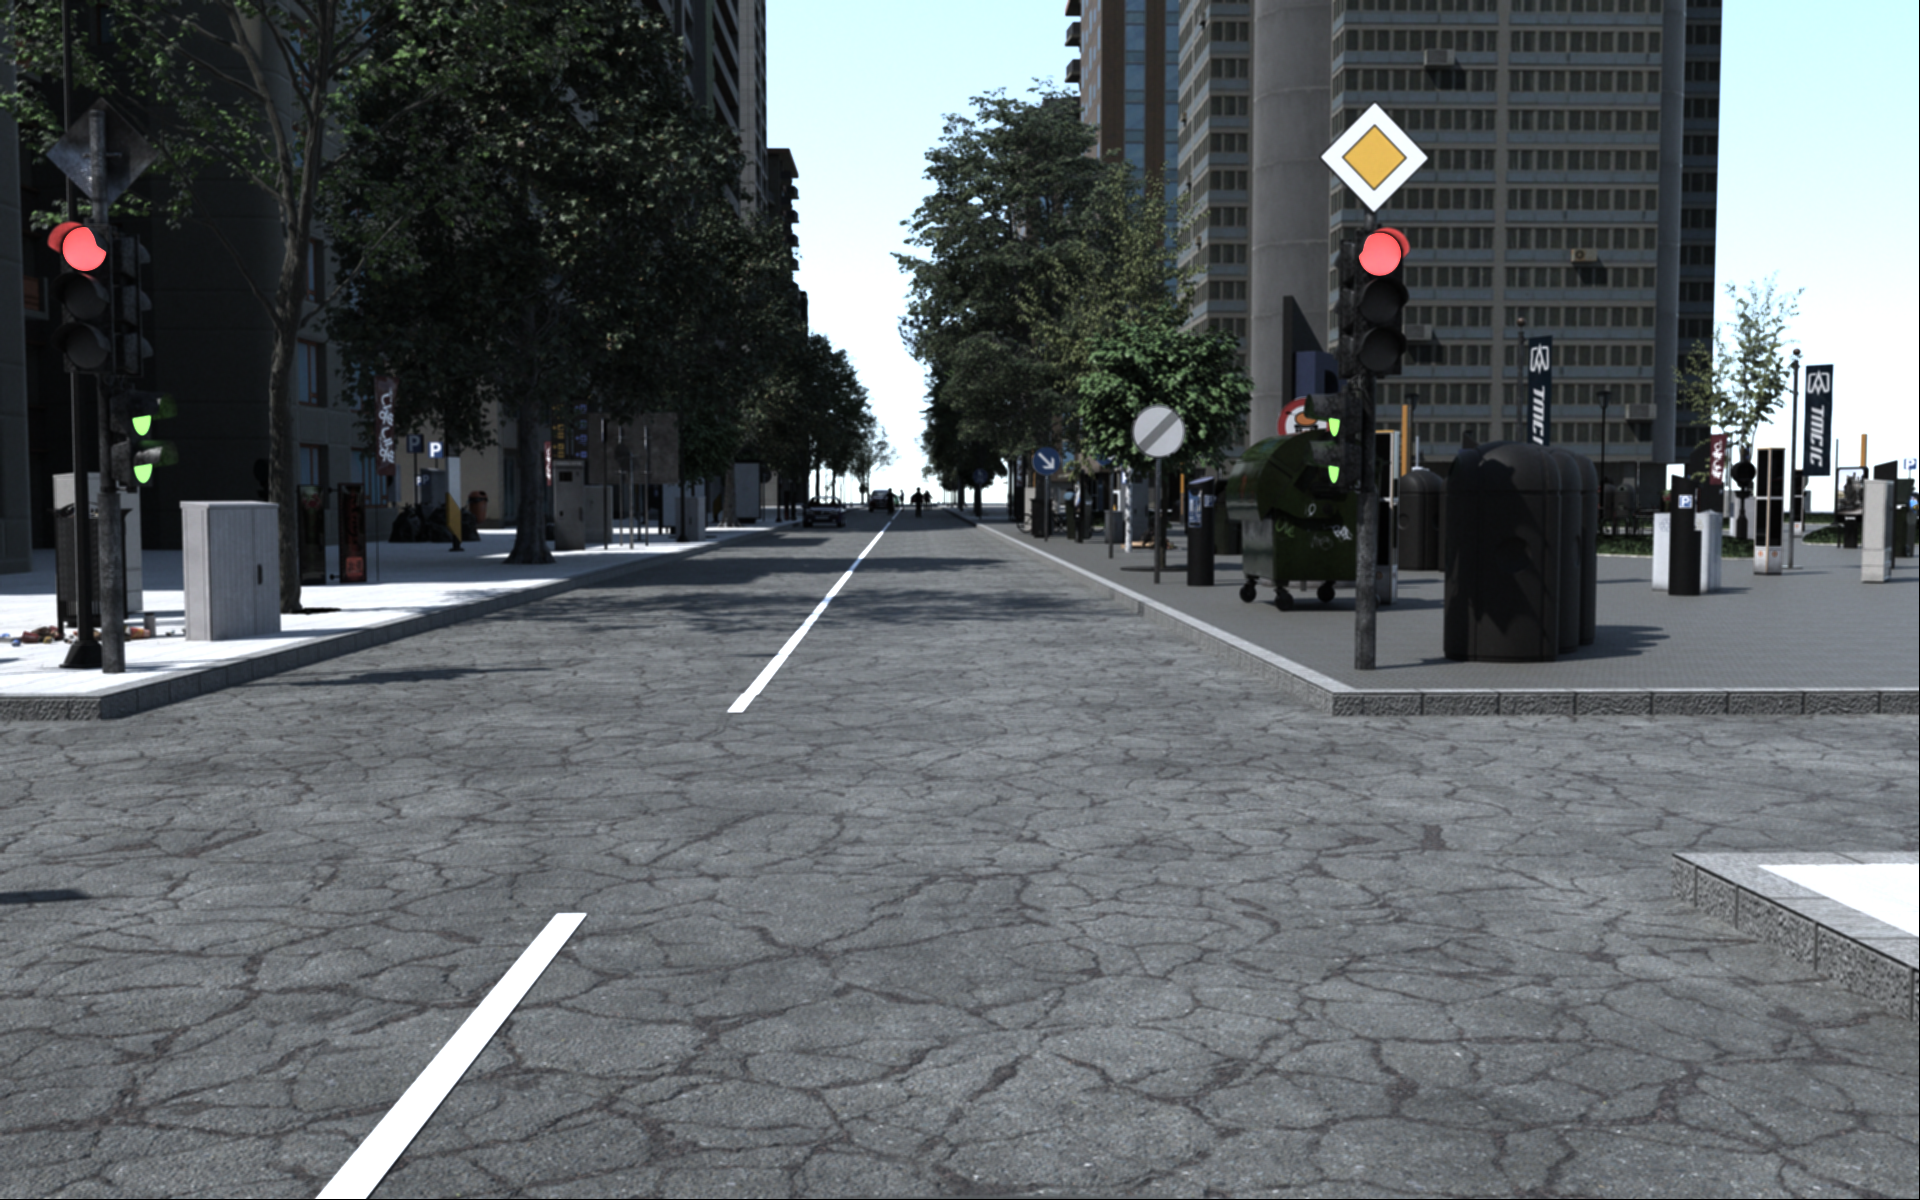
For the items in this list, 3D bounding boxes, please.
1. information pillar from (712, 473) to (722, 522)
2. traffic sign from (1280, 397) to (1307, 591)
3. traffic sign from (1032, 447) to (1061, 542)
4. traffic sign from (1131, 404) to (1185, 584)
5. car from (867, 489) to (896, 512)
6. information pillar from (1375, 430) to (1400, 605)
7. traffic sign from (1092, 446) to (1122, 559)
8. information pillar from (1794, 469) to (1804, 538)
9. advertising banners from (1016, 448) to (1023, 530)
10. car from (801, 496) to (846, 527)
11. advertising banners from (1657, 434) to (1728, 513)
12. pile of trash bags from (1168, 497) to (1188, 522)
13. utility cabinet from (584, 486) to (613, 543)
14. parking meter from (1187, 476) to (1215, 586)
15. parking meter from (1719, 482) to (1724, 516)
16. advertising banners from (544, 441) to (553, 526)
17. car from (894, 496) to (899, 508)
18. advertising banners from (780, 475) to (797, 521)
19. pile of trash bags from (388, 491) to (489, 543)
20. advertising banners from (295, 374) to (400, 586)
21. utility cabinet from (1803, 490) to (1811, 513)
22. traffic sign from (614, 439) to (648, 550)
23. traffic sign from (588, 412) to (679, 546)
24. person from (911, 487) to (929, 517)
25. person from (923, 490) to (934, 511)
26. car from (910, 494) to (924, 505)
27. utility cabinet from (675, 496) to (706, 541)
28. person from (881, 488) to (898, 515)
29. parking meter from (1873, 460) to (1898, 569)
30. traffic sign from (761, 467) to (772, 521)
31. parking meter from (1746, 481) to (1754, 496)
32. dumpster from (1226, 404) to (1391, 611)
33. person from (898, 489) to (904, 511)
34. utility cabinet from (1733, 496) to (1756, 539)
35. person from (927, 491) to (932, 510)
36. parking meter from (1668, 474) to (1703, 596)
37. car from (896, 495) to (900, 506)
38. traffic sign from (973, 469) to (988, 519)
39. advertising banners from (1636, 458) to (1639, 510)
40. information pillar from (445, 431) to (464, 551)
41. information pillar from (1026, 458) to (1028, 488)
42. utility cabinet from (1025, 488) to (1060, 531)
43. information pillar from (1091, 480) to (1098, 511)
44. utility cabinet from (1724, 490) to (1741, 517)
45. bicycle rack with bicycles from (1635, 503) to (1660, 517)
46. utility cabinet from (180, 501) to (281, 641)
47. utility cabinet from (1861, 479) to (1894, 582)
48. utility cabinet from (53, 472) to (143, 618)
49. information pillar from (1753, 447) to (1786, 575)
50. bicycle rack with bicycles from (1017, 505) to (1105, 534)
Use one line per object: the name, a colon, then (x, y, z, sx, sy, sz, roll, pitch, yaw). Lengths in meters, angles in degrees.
information pillar: (-11.098, -5.364, 79.053, 0.504, 3.616, 0.183, 3, 4, 39)
traffic sign: (4.540, -1.389, 22.812, 0.768, 2.556, 0.104, 0, 4, 2)
traffic sign: (2.330, -2.853, 46.747, 0.768, 2.556, 0.104, 0, 4, 0)
traffic sign: (2.825, -1.507, 24.751, 0.768, 2.556, 0.104, 0, 4, 1)
car: (-6.319, -8.032, 139.995, 2.281, 1.827, 5.304, 0, 4, -1)
information pillar: (4.917, -0.958, 20.149, 0.304, 2.012, 0.304, 2, 4, 28)
traffic sign: (3.007, -2.098, 34.409, 0.768, 2.556, 0.104, 0, 4, 6)
information pillar: (24.776, -2.860, 51.261, 0.304, 2.012, 0.304, 1, 4, 21)
advertising banners: (2.520, -4.043, 62.286, 0.090, 3.025, 2.074, 2, 4, 35)
car: (-5.925, -3.861, 75.707, 1.945, 1.354, 3.894, 0, 4, -1)
advertising banners: (21.520, -3.348, 50.920, 0.090, 3.025, 2.074, -3, 5, -40)
pile of trash bags: (10.689, -4.213, 78.640, 1.912, 1.369, 3.447, 0, 4, -6)
utility cabinet: (-9.618, -2.218, 44.936, 1.173, 1.500, 0.318, 0, 4, -6)
parking meter: (3.371, -0.967, 24.226, 0.372, 1.533, 0.369, 0, 3, 0)
parking meter: (36.106, -4.690, 82.397, 0.399, 1.863, 0.255, -1, 4, -11)
advertising banners: (-13.073, -3.685, 56.435, 0.090, 3.025, 2.074, -3, 4, -38)
car: (-7.462, -10.733, 184.284, 1.959, 1.807, 4.718, 0, 4, -3)
advertising banners: (-8.453, -5.403, 84.533, 0.090, 3.025, 2.074, -2, 4, -30)
pile of trash bags: (-13.902, -2.286, 47.130, 1.912, 1.369, 3.447, 1, 4, 16)
advertising banners: (-8.790, -1.758, 24.935, 0.090, 3.025, 2.074, 2, 4, 26)
utility cabinet: (40.882, -4.601, 83.909, 0.318, 1.500, 1.173, 3, 5, 44)
traffic sign: (-7.595, -2.439, 39.981, 0.768, 2.556, 0.104, 0, 4, 0)
traffic sign: (-8.098, -3.000, 42.930, 2.265, 3.308, 0.079, 0, 4, 4)
person: (-2.524, -6.006, 106.330, 1.348, 1.869, 0.705, 3, 4, 37)
person: (-2.894, -8.581, 148.823, 1.348, 1.821, 0.705, 0, 4, -3)
car: (-5.759, -13.668, 232.507, 2.155, 1.783, 4.494, 0, 4, -1)
utility cabinet: (-7.368, -2.210, 47.297, 1.020, 1.237, 0.306, 3, 5, 44)
person: (-4.855, -6.845, 120.048, 1.348, 1.869, 0.705, -2, 4, -35)
parking meter: (15.819, -1.467, 29.689, 0.399, 1.863, 0.255, 2, 4, 26)
traffic sign: (-9.186, -4.949, 81.028, 0.768, 2.556, 0.104, 0, 4, 0)
parking meter: (32.435, -4.005, 71.187, 0.255, 1.863, 0.399, 1, 4, 9)
dumpster: (3.930, -1.050, 19.656, 1.502, 2.255, 1.985, 0, 4, -2)
person: (-4.949, -8.317, 144.358, 0.599, 1.838, 0.709, -1, 4, -13)
utility cabinet: (21.827, -2.229, 47.604, 1.020, 1.237, 0.306, 0, 4, -2)
person: (-2.844, -9.079, 157.882, 0.436, 1.711, 0.756, -3, 5, -44)
parking meter: (9.202, -0.829, 21.962, 0.372, 1.533, 0.369, 0, 3, 0)
car: (-8.357, -12.266, 212.917, 2.083, 1.381, 4.827, 0, 4, -2)
traffic sign: (1.027, -5.354, 87.651, 0.768, 2.556, 0.104, 0, 4, 0)
advertising banners: (32.289, -5.283, 82.557, 0.090, 3.025, 2.074, 1, 4, 23)
information pillar: (-11.325, -2.895, 38.695, 0.183, 3.616, 0.504, 1, 4, 16)
information pillar: (2.937, -5.096, 74.680, 0.183, 3.616, 0.504, -1, 4, -9)
utility cabinet: (2.816, -3.089, 59.181, 1.173, 1.500, 0.318, 1, 4, 15)
information pillar: (6.859, -5.115, 88.121, 0.304, 2.012, 0.304, 1, 4, 16)
utility cabinet: (37.441, -4.582, 83.600, 1.173, 1.500, 0.318, 0, 4, -3)
bicycle rack with bicycles: (28.704, -3.611, 72.427, 2.925, 0.926, 2.852, 2, 4, 34)
utility cabinet: (-6.525, -0.269, 15.555, 0.306, 1.237, 1.020, 1, 4, 12)
utility cabinet: (13.467, -1.022, 25.391, 0.318, 1.500, 1.173, 2, 4, 33)
utility cabinet: (-9.013, -0.577, 18.117, 0.318, 1.500, 1.173, 0, 4, 2)
information pillar: (12.817, -1.403, 27.426, 0.304, 2.012, 0.304, -1, 4, -16)
bicycle rack with bicycles: (3.339, -2.690, 57.368, 2.925, 0.926, 2.852, 0, 4, 8)
